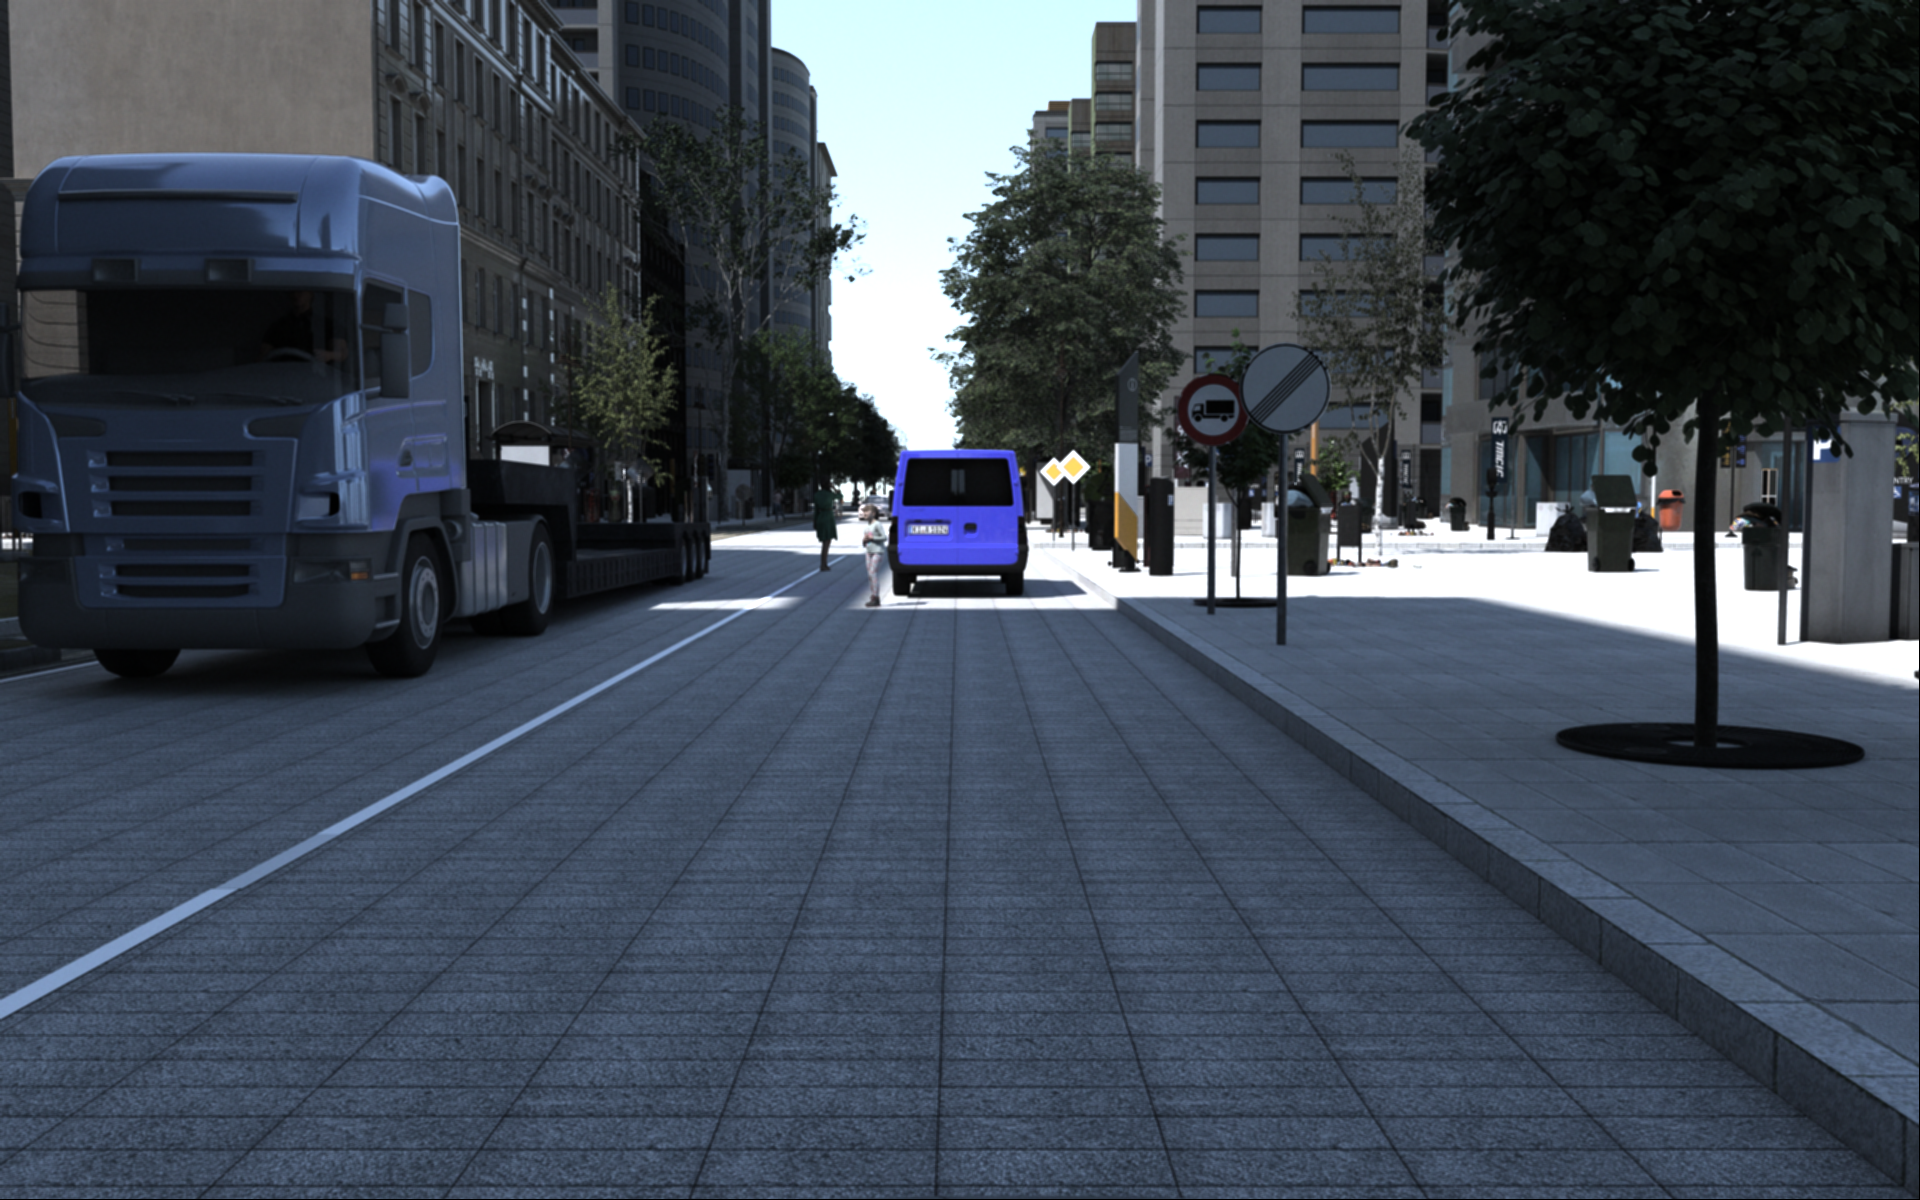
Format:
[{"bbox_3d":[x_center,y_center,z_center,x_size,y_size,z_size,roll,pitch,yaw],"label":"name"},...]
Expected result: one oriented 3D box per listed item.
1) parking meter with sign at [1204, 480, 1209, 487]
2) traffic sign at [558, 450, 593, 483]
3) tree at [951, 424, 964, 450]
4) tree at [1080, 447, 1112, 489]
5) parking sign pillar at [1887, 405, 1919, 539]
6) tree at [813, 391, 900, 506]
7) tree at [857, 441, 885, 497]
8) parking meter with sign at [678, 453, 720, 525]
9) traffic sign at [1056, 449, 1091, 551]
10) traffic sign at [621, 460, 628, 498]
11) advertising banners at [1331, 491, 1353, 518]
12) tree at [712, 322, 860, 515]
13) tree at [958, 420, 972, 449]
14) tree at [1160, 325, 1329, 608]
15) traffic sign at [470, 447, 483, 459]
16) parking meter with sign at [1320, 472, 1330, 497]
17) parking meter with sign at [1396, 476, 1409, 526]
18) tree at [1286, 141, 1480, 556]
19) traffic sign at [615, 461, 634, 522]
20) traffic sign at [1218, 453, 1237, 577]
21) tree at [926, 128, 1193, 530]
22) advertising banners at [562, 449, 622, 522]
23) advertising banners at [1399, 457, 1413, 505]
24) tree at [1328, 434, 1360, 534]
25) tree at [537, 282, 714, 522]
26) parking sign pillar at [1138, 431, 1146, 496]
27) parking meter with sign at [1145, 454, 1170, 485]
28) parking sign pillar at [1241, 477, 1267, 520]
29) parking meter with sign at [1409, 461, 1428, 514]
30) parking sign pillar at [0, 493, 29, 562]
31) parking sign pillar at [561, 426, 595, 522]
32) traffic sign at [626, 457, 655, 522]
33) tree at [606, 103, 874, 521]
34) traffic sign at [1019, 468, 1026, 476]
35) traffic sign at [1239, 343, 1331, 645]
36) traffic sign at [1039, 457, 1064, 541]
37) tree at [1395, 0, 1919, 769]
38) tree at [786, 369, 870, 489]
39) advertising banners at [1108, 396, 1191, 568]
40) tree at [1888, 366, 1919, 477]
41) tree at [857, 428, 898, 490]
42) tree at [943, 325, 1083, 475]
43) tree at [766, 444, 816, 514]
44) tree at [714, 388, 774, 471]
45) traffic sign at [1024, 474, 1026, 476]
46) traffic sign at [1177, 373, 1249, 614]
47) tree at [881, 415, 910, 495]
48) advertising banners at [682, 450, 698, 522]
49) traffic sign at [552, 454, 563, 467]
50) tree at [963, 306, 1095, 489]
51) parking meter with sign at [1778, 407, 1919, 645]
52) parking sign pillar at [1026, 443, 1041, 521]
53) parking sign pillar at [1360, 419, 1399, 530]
[{"bbox_3d":[12.577,-5.581,87.507,0.543,3.016,1.738,1,4,18],"label":"parking meter with sign"},{"bbox_3d":[-8.650,-2.160,38.954,0.795,2.450,0.064,0,3,0],"label":"traffic sign"},{"bbox_3d":[4.139,-16.924,187.084,12.009,13.543,11.850,0,3,0],"label":"tree"},{"bbox_3d":[7.971,-7.418,104.999,4.285,4.588,4.351,0,3,0],"label":"tree"},{"bbox_3d":[27.048,-3.752,49.819,1.447,3.967,1.447,-2,4,-30],"label":"parking sign pillar"},{"bbox_3d":[-11.167,-16.498,186.741,9.611,12.733,9.660,0,3,0],"label":"tree"},{"bbox_3d":[-10.941,-15.163,198.281,4.360,8.622,3.978,0,3,0],"label":"tree"},{"bbox_3d":[-10.966,-4.682,72.810,1.738,3.016,0.543,0,4,-1],"label":"parking meter with sign"},{"bbox_3d":[2.544,-2.159,38.935,0.795,2.450,0.064,0,3,0],"label":"traffic sign"},{"bbox_3d":[-12.428,-3.918,64.162,0.768,2.556,0.104,0,4,7],"label":"traffic sign"},{"bbox_3d":[18.750,-5.569,87.242,2.074,3.025,0.090,0,4,3],"label":"advertising banners"},{"bbox_3d":[-11.262,-10.995,105.530,9.928,11.665,9.643,0,3,0],"label":"tree"},{"bbox_3d":[3.437,-19.643,239.295,7.486,12.596,7.792,0,3,0],"label":"tree"},{"bbox_3d":[3.092,-1.553,19.998,1.663,3.219,1.824,0,3,0],"label":"tree"},{"bbox_3d":[-13.127,-2.825,46.294,0.768,2.556,0.104,0,4,3],"label":"traffic sign"},{"bbox_3d":[14.709,-4.615,71.712,0.543,3.016,1.738,-2,4,-30],"label":"parking meter with sign"},{"bbox_3d":[17.122,-4.418,68.488,0.543,3.016,1.738,2,4,31],"label":"parking meter with sign"},{"bbox_3d":[8.711,-5.231,35.885,4.360,8.622,3.978,0,3,0],"label":"tree"},{"bbox_3d":[-10.312,-3.129,53.284,0.606,2.300,0.079,0,4,2],"label":"traffic sign"},{"bbox_3d":[4.242,-1.631,26.770,0.768,2.556,0.104,1,4,9],"label":"traffic sign"},{"bbox_3d":[3.699,-9.491,61.832,9.857,13.997,8.962,0,3,0],"label":"tree"},{"bbox_3d":[-11.563,-3.567,54.503,2.074,3.025,0.090,-2,4,-29],"label":"advertising banners"},{"bbox_3d":[21.116,-5.251,82.050,0.090,3.025,2.074,2,4,32],"label":"advertising banners"},{"bbox_3d":[11.794,-3.735,55.662,1.663,3.219,1.824,0,3,0],"label":"tree"},{"bbox_3d":[-11.424,-6.682,59.607,4.737,8.622,4.395,0,3,0],"label":"tree"},{"bbox_3d":[7.023,-5.051,71.064,1.447,3.967,1.447,-3,4,-38],"label":"parking sign pillar"},{"bbox_3d":[8.710,-4.828,75.199,0.543,3.016,1.738,-3,4,-39],"label":"parking meter with sign"},{"bbox_3d":[14.604,-5.963,85.963,1.447,3.967,1.447,-3,5,-40],"label":"parking sign pillar"},{"bbox_3d":[23.928,-5.856,92.004,1.738,3.016,0.543,1,4,15],"label":"parking meter with sign"},{"bbox_3d":[-18.561,-2.717,32.891,1.447,3.967,1.447,-2,4,-35],"label":"parking sign pillar"},{"bbox_3d":[-15.065,-4.877,68.212,1.447,3.967,1.447,1,4,19],"label":"parking sign pillar"},{"bbox_3d":[-8.651,-2.648,46.939,0.795,2.450,0.064,0,3,0],"label":"traffic sign"},{"bbox_3d":[-10.201,-13.845,82.256,12.611,20.169,13.585,0,3,0],"label":"tree"},{"bbox_3d":[3.553,-7.719,120.085,2.265,3.308,0.079,1,4,8],"label":"traffic sign"},{"bbox_3d":[2.739,-0.892,14.688,0.768,2.556,0.104,0,4,2],"label":"traffic sign"},{"bbox_3d":[2.544,-2.647,46.920,0.795,2.450,0.064,0,3,0],"label":"traffic sign"},{"bbox_3d":[3.838,-1.528,8.697,4.285,4.588,4.351,0,3,0],"label":"tree"},{"bbox_3d":[-11.882,-14.554,156.088,7.486,12.596,7.792,0,3,0],"label":"tree"},{"bbox_3d":[3.404,-2.099,30.506,2.074,3.025,0.090,-3,4,-38],"label":"advertising banners"},{"bbox_3d":[19.793,-5.128,34.208,4.737,8.622,4.395,0,3,0],"label":"tree"},{"bbox_3d":[-11.356,-17.488,220.339,7.601,10.594,8.767,-3,5,-42],"label":"tree"},{"bbox_3d":[3.696,-11.946,112.318,9.611,12.733,9.660,0,3,0],"label":"tree"},{"bbox_3d":[-11.058,-7.926,113.306,4.285,4.588,4.351,0,3,0],"label":"tree"},{"bbox_3d":[-15.023,-10.254,118.007,4.737,8.622,4.395,0,3,0],"label":"tree"},{"bbox_3d":[4.168,-6.378,104.386,0.768,2.556,0.104,0,4,4],"label":"traffic sign"},{"bbox_3d":[2.682,-1.120,18.411,0.768,2.556,0.104,0,4,3],"label":"traffic sign"},{"bbox_3d":[-11.668,-21.774,266.376,12.009,13.543,11.850,0,3,0],"label":"tree"},{"bbox_3d":[-10.681,-4.433,68.660,0.090,3.025,2.074,0,4,8],"label":"advertising banners"},{"bbox_3d":[-12.914,-3.389,55.509,0.768,2.556,0.104,1,4,10],"label":"traffic sign"},{"bbox_3d":[3.725,-10.153,91.752,9.928,11.665,9.643,0,3,0],"label":"tree"},{"bbox_3d":[7.731,-1.146,14.994,1.738,3.016,0.543,-2,4,-26],"label":"parking meter with sign"},{"bbox_3d":[3.483,-5.815,83.550,1.447,3.967,1.447,0,4,-7],"label":"parking sign pillar"},{"bbox_3d":[15.122,-4.530,62.538,1.447,3.967,1.447,-3,5,-44],"label":"parking sign pillar"}]
